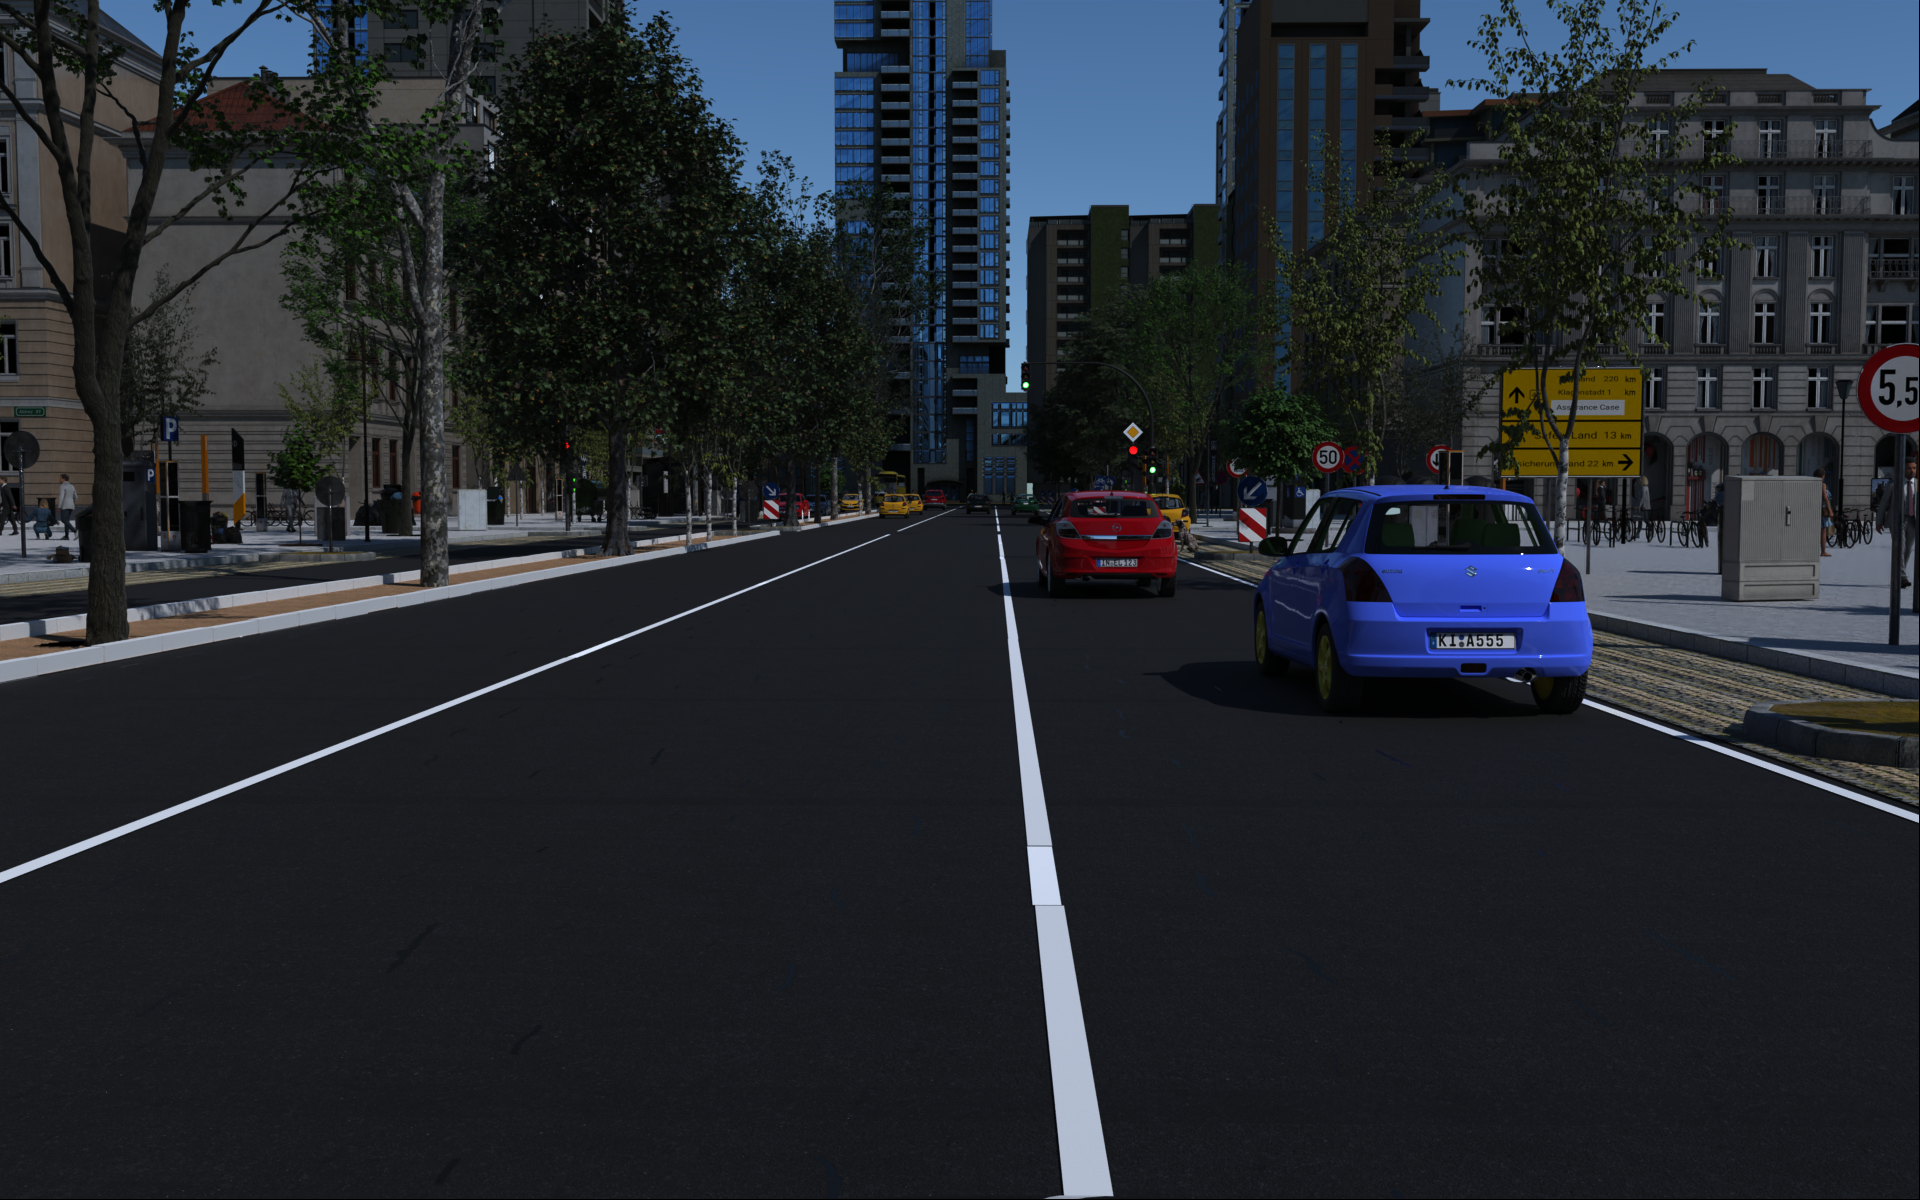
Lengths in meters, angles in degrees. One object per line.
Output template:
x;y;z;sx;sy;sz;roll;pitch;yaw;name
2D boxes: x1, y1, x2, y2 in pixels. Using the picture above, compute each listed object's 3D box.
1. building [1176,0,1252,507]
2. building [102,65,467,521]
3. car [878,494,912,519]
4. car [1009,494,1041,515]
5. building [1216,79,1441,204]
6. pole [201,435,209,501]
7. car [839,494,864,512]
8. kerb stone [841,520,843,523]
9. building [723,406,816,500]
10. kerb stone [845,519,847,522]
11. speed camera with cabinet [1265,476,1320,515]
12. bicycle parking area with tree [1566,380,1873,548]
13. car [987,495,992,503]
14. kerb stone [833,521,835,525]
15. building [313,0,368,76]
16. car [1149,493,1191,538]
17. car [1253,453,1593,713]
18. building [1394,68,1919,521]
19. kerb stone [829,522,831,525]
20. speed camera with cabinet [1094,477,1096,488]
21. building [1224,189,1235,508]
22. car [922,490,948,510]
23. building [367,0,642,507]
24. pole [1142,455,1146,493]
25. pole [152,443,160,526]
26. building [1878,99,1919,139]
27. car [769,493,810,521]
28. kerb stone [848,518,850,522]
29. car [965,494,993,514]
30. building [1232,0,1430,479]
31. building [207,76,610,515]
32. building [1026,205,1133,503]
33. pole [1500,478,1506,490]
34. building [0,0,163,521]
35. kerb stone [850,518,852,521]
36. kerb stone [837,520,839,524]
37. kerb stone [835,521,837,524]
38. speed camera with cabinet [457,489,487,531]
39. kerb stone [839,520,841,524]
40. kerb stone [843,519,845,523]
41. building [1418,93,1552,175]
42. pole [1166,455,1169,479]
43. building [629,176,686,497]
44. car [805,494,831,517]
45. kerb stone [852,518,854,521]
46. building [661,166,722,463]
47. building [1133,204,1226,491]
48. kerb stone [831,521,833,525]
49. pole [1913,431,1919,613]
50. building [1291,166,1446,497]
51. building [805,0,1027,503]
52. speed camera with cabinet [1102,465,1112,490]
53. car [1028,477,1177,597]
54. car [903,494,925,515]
36.395;-53.452;186.606;22.319;86.520;31.000;0;4;1;building
-34.540;-15.688;92.649;11.583;22.565;21.152;0;4;1;building
-3.871;-5.649;102.582;2.015;1.641;3.980;0;4;0;car
4.411;-6.459;117.404;2.131;1.459;4.920;0;4;1;car
51.855;-43.250;249.141;28.212;58.520;21.231;0;4;1;building
-26.133;-4.044;59.968;0.158;3.312;0.155;0;3;0;pole
-8.555;-7.761;137.116;2.015;1.641;3.980;0;4;0;car
-5.923;-3.804;84.390;0.120;0.150;1.000;0;4;1;kerb stone
-36.115;-25.071;254.941;28.899;21.520;27.650;0;4;1;building
-5.886;-3.928;86.435;0.120;0.150;1.000;0;4;1;kerb stone
11.110;-3.929;58.576;2.038;3.252;0.660;0;4;-4;speed camera with cabinet
19.711;-3.498;44.202;8.231;4.147;9.016;2;4;23;bicycle parking area with tree
2.981;-12.587;218.155;2.083;1.381;4.827;0;4;1;car
-6.002;-3.553;80.288;0.120;0.150;1.000;0;4;1;kerb stone
-57.454;-53.807;192.418;31.000;86.520;22.319;0;4;1;building
6.327;-2.749;55.171;2.015;1.641;3.980;0;4;1;car
3.212;-0.186;12.640;1.945;1.707;3.694;0;4;0;car
35.363;-15.002;87.079;24.055;21.916;13.314;0;4;1;building
-6.038;-3.427;78.225;0.120;0.150;1.000;0;4;1;kerb stone
10.991;-8.790;138.048;0.660;3.252;2.038;0;4;6;speed camera with cabinet
32.171;-24.109;165.883;14.160;30.474;14.107;0;4;1;building
-2.250;-8.865;153.616;2.281;1.827;5.304;0;4;0;car
-38.486;-43.723;153.119;20.563;71.187;20.611;0;4;1;building
9.620;-5.906;90.402;0.158;3.312;0.155;0;3;0;pole
-31.772;-4.565;68.480;0.158;3.312;0.155;0;3;0;pole
57.328;-15.669;85.067;19.941;23.489;11.050;0;4;1;building
-9.152;-5.131;92.939;2.155;1.783;4.494;0;4;2;car
-5.845;-4.050;88.479;0.120;0.150;1.000;0;4;1;kerb stone
1.349;-7.016;124.496;2.009;1.686;4.222;0;4;2;car
31.870;-30.649;151.219;14.600;45.320;14.200;0;4;1;building
-37.538;-19.331;120.584;19.350;26.468;34.151;0;4;1;building
16.561;-34.456;246.947;14.086;41.232;14.154;0;4;1;building
21.569;-4.586;68.817;0.158;3.312;0.155;0;3;0;pole
-52.620;-18.459;87.708;20.117;28.700;13.634;0;4;1;building
-5.828;-4.117;89.515;0.120;0.150;1.000;0;4;1;kerb stone
-5.965;-3.679;82.339;0.120;0.150;1.000;0;4;1;kerb stone
-5.985;-3.616;81.310;0.120;0.150;1.000;0;4;1;kerb stone
-17.492;-4.025;60.141;2.038;3.252;0.660;-1;4;-15;speed camera with cabinet
-5.943;-3.740;83.364;0.120;0.150;1.000;0;4;1;kerb stone
-5.897;-3.866;85.412;0.120;0.150;1.000;0;4;1;kerb stone
63.985;-32.874;192.115;28.867;44.769;22.147;0;4;1;building
10.693;-5.840;89.332;0.158;3.312;0.155;0;3;0;pole
-43.730;-29.649;176.636;32.217;40.220;23.993;0;4;1;building
-9.127;-5.960;109.449;2.014;1.417;4.499;0;4;1;car
-5.793;-4.180;90.537;0.120;0.150;1.000;0;4;1;kerb stone
-34.817;-31.488;198.429;14.086;41.232;14.154;0;4;1;building
30.630;-34.397;245.986;14.086;41.232;14.154;0;4;1;building
-6.015;-3.490;79.258;0.120;0.150;1.000;0;4;1;kerb stone
10.389;-1.513;18.576;0.158;3.312;0.155;0;3;0;pole
28.812;-16.599;122.308;10.553;20.767;40.483;0;4;1;building
-5.890;-57.359;250.493;31.000;86.520;22.319;0;4;1;building
10.741;-7.577;118.213;2.038;3.252;0.660;0;4;3;speed camera with cabinet
2.100;-1.011;25.571;2.155;1.783;4.494;0;4;-1;car
-3.425;-6.748;120.546;2.015;1.641;3.980;0;4;0;car
